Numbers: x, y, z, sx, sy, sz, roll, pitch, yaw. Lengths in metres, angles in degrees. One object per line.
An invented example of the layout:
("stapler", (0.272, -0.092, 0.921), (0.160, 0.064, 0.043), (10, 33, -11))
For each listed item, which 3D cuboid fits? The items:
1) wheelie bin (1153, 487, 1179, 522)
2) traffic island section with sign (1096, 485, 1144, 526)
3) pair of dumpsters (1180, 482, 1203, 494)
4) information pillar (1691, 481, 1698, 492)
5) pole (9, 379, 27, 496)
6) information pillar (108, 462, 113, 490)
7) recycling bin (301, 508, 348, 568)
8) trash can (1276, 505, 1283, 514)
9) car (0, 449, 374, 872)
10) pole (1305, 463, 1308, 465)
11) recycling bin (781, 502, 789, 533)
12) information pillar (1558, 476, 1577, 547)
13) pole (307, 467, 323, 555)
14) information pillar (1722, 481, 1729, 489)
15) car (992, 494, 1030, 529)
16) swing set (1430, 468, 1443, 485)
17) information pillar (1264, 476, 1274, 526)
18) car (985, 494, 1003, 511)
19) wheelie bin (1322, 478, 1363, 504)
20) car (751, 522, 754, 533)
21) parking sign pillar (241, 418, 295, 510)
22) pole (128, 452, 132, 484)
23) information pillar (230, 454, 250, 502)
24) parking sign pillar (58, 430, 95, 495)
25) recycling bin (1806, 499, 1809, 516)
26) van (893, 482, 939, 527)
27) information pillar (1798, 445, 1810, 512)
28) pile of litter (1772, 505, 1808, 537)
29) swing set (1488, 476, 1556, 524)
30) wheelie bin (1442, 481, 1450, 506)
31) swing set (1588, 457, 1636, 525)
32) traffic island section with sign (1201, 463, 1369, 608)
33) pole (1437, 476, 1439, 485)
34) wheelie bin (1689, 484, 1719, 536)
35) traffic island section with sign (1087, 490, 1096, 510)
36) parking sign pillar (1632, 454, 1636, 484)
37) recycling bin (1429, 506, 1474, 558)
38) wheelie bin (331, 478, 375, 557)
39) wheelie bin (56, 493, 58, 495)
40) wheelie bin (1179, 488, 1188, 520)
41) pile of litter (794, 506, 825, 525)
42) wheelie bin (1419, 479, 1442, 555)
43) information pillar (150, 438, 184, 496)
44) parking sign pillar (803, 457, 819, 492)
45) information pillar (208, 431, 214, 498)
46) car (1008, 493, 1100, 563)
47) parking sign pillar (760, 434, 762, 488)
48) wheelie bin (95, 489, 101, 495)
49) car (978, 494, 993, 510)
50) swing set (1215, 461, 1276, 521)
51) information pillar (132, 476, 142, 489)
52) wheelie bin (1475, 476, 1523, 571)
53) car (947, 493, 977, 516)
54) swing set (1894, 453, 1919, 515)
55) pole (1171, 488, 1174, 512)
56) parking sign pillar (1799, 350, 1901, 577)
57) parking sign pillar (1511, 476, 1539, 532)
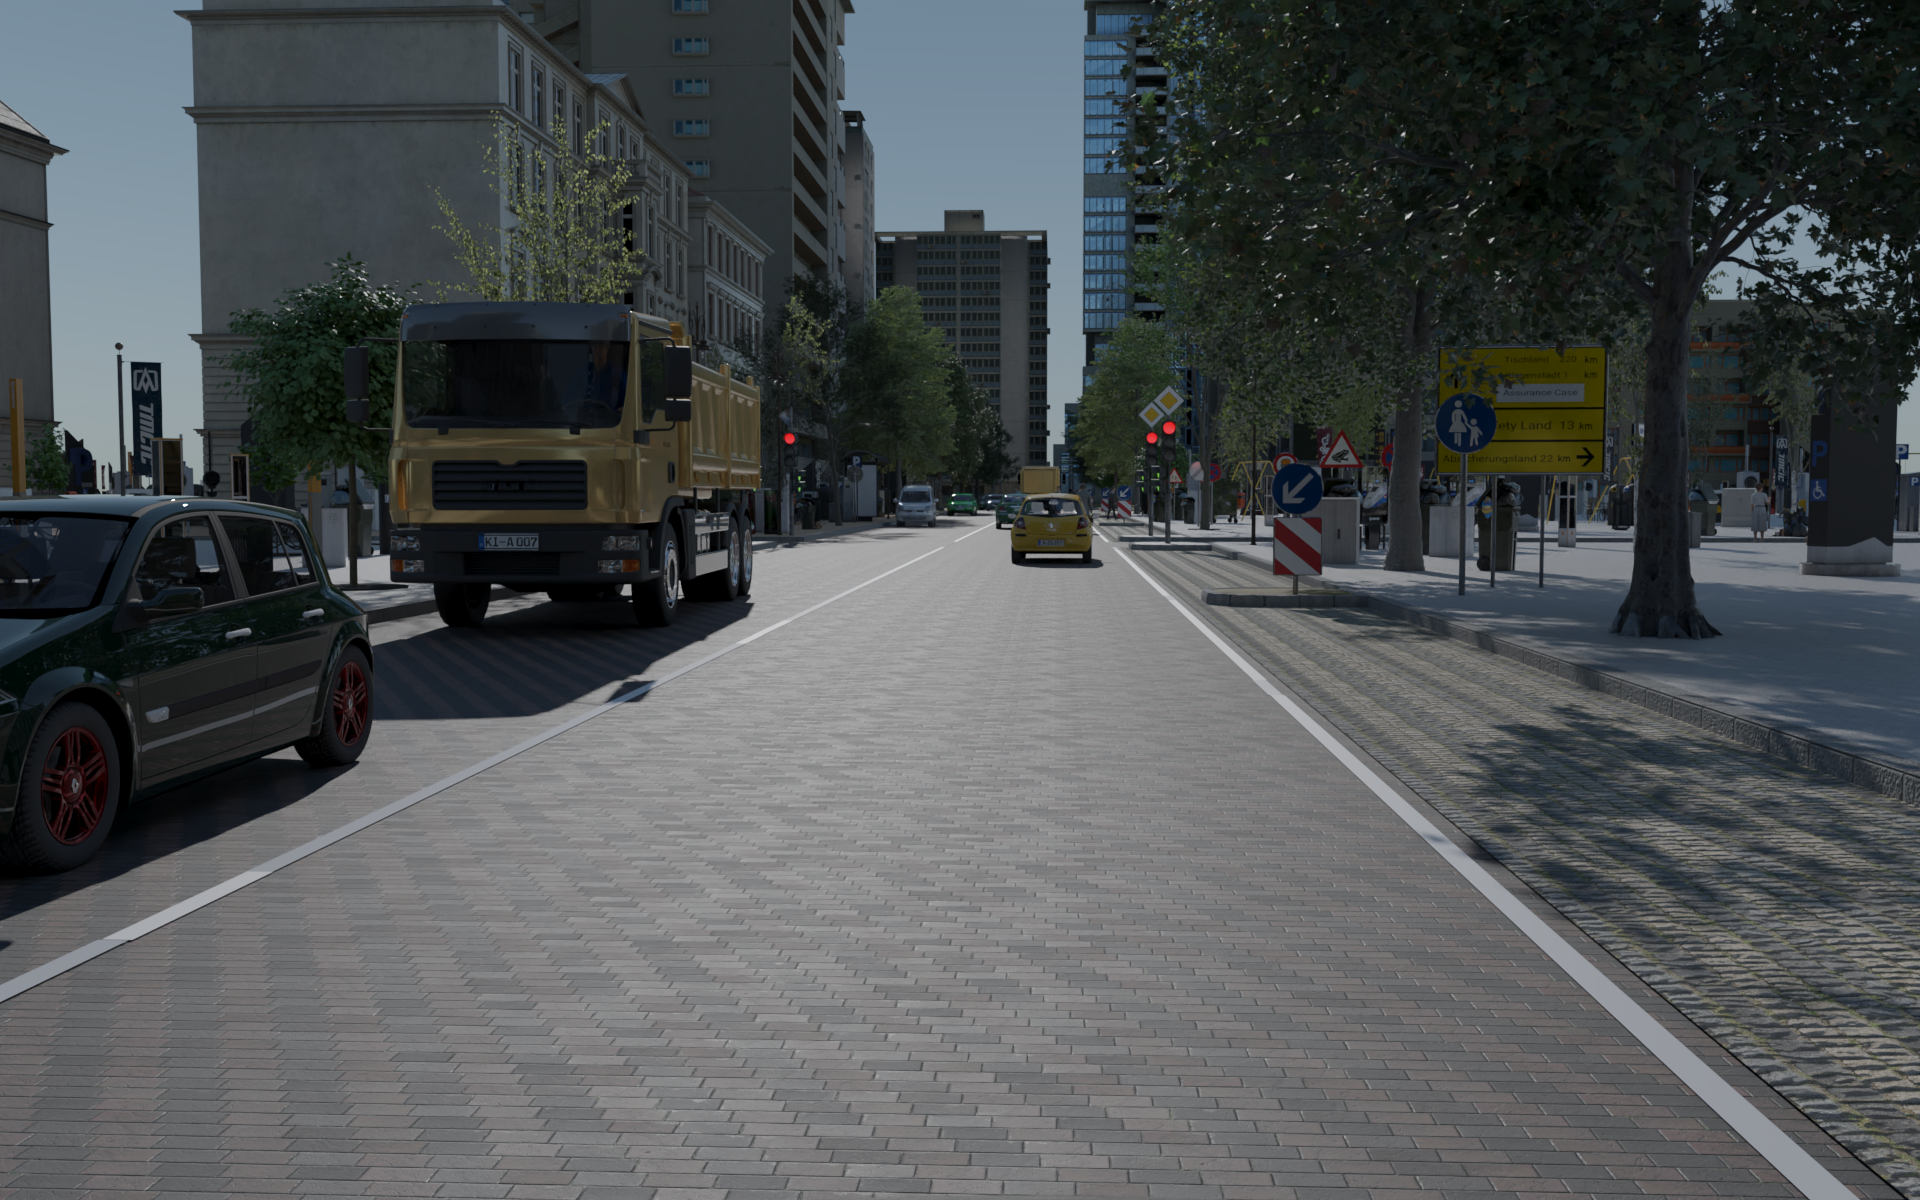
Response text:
("wheelie bin", (9.226, -4.332, 78.739), (0.980, 1.594, 0.693), (-2, 4, -23))
("traffic island section with sign", (7.212, -4.211, 77.484), (1.989, 1.847, 2.006), (0, 4, 3))
("pair of dumpsters", (13.379, -5.897, 98.915), (1.574, 2.255, 4.437), (0, 4, 3))
("information pillar", (41.222, -5.672, 97.237), (0.304, 2.012, 0.304), (1, 4, 21))
("pole", (-16.678, -2.254, 30.690), (0.158, 3.312, 0.155), (0, 3, 0))
("information pillar", (-61.758, -8.233, 125.957), (0.183, 3.616, 0.504), (0, 4, -1))
("recycling bin", (-11.171, -1.095, 30.460), (0.722, 1.027, 0.722), (-1, 4, -16))
("trash can", (20.834, -6.160, 112.373), (0.748, 1.137, 0.748), (0, 3, 0))
("car", (-4.140, 0.119, 7.848), (2.009, 1.686, 4.222), (0, 4, 3))
("pole", (22.840, -7.369, 114.321), (0.158, 3.312, 0.155), (0, 3, 0))
("recycling bin", (-5.915, -2.705, 56.777), (0.722, 1.027, 0.722), (0, 4, 5))
("information pillar", (14.652, -2.279, 41.752), (0.304, 2.012, 0.304), (-2, 4, -30))
("pole", (-10.314, -2.068, 27.651), (0.158, 3.312, 0.155), (0, 3, 0))
("information pillar", (42.234, -5.574, 95.620), (0.304, 2.012, 0.304), (2, 4, 27))
("car", (2.399, -3.707, 72.400), (2.131, 1.459, 4.920), (0, 4, 1))
("swing set", (29.680, -6.547, 104.665), (3.119, 2.851, 2.862), (-2, 4, -24))
("information pillar", (12.246, -3.922, 68.609), (0.304, 2.012, 0.304), (0, 4, -4))
("car", (3.124, -8.156, 145.349), (2.014, 1.417, 4.499), (0, 4, 2))
("wheelie bin", (7.544, -1.618, 34.355), (0.980, 1.594, 0.693), (-1, 4, -13))
("car", (-8.307, -2.514, 49.902), (4.718, 1.807, 1.959), (0, 4, 3))
("parking sign pillar", (-18.319, -3.509, 45.843), (1.447, 3.967, 1.447), (1, 4, 13))
("pole", (-39.877, -5.470, 83.276), (0.158, 3.312, 0.155), (0, 3, 0))
("information pillar", (-13.237, -1.675, 31.878), (0.304, 2.012, 0.304), (-1, 4, -21))
("parking sign pillar", (-37.266, -5.193, 73.373), (1.447, 3.967, 1.447), (1, 4, 10))
("recycling bin", (40.444, -4.245, 81.956), (0.722, 1.027, 0.722), (2, 4, 29))
("van", (-1.943, -4.302, 77.351), (2.013, 2.044, 4.112), (0, 4, 1))
("information pillar", (40.300, -5.591, 82.772), (0.504, 3.616, 0.183), (0, 4, 7))
("pile of litter", (25.089, -2.330, 52.064), (1.176, 0.858, 1.719), (-1, 4, -13))
("swing set", (23.670, -4.562, 72.202), (3.119, 2.851, 2.862), (0, 4, 0))
("wheelie bin", (12.173, -2.153, 43.114), (0.693, 1.594, 0.980), (0, 4, -4))
("swing set", (28.478, -4.627, 73.274), (2.862, 2.851, 3.119), (0, 4, 5))
("traffic island section with sign", (4.205, -0.861, 22.705), (1.989, 1.847, 2.006), (0, 4, 3))
("pole", (33.920, -7.896, 122.943), (0.158, 3.312, 0.155), (0, 3, 0))
("wheelie bin", (22.884, -2.780, 53.367), (0.980, 1.594, 0.693), (-2, 4, -35))
("traffic island section with sign", (8.725, -5.895, 105.003), (1.989, 1.847, 2.006), (0, 4, 3))
("parking sign pillar", (43.322, -7.494, 110.993), (1.447, 3.967, 1.447), (2, 4, 25))
("recycling bin", (10.059, -1.399, 35.421), (0.722, 1.027, 0.722), (2, 4, 33))
("wheelie bin", (-12.356, -1.671, 35.224), (0.693, 1.594, 0.980), (0, 4, 4))
("wheelie bin", (-47.755, -5.132, 91.822), (0.693, 1.594, 0.980), (2, 4, 27))
("wheelie bin", (10.789, -4.717, 85.025), (0.980, 1.594, 0.693), (3, 4, 36))
("pile of litter", (-6.461, -3.633, 73.366), (1.719, 0.858, 1.176), (-2, 4, -28))
("wheelie bin", (10.000, -1.862, 38.358), (0.693, 1.594, 0.980), (-2, 4, -25))
("information pillar", (-10.442, -1.123, 22.860), (0.304, 2.012, 0.304), (3, 5, 44))
("parking sign pillar", (-10.908, -8.491, 127.303), (1.447, 3.967, 1.447), (2, 4, 31))
("information pillar", (-27.971, -4.486, 64.696), (0.183, 3.616, 0.504), (-1, 4, -15))
("car", (2.009, -1.655, 37.286), (2.015, 1.641, 3.980), (0, 4, 4))
("parking sign pillar", (-9.320, -5.457, 77.694), (1.447, 3.967, 1.447), (1, 4, 16))
("wheelie bin", (-50.378, -5.682, 100.811), (0.980, 1.594, 0.693), (1, 4, 10))
("car", (2.706, -8.698, 154.009), (2.131, 1.459, 4.920), (0, 4, 4))
("swing set", (14.088, -5.235, 83.207), (2.862, 2.851, 3.119), (-1, 4, -18))
("information pillar", (-31.116, -3.733, 65.520), (0.304, 2.012, 0.304), (-1, 4, -15))
("wheelie bin", (9.052, -1.294, 29.072), (0.693, 1.594, 0.980), (2, 4, 27))
("car", (0.149, -6.389, 113.262), (1.959, 1.807, 4.718), (0, 4, 4))
("swing set", (35.321, -4.189, 66.116), (3.119, 2.851, 2.862), (1, 4, 23))
("pole", (15.053, -7.882, 122.714), (0.158, 3.312, 0.155), (0, 3, 0))
("parking sign pillar", (14.130, -2.381, 27.401), (1.447, 3.967, 1.447), (-1, 4, -16))
("parking sign pillar", (19.177, -4.343, 59.484), (1.447, 3.967, 1.447), (0, 4, -1))
